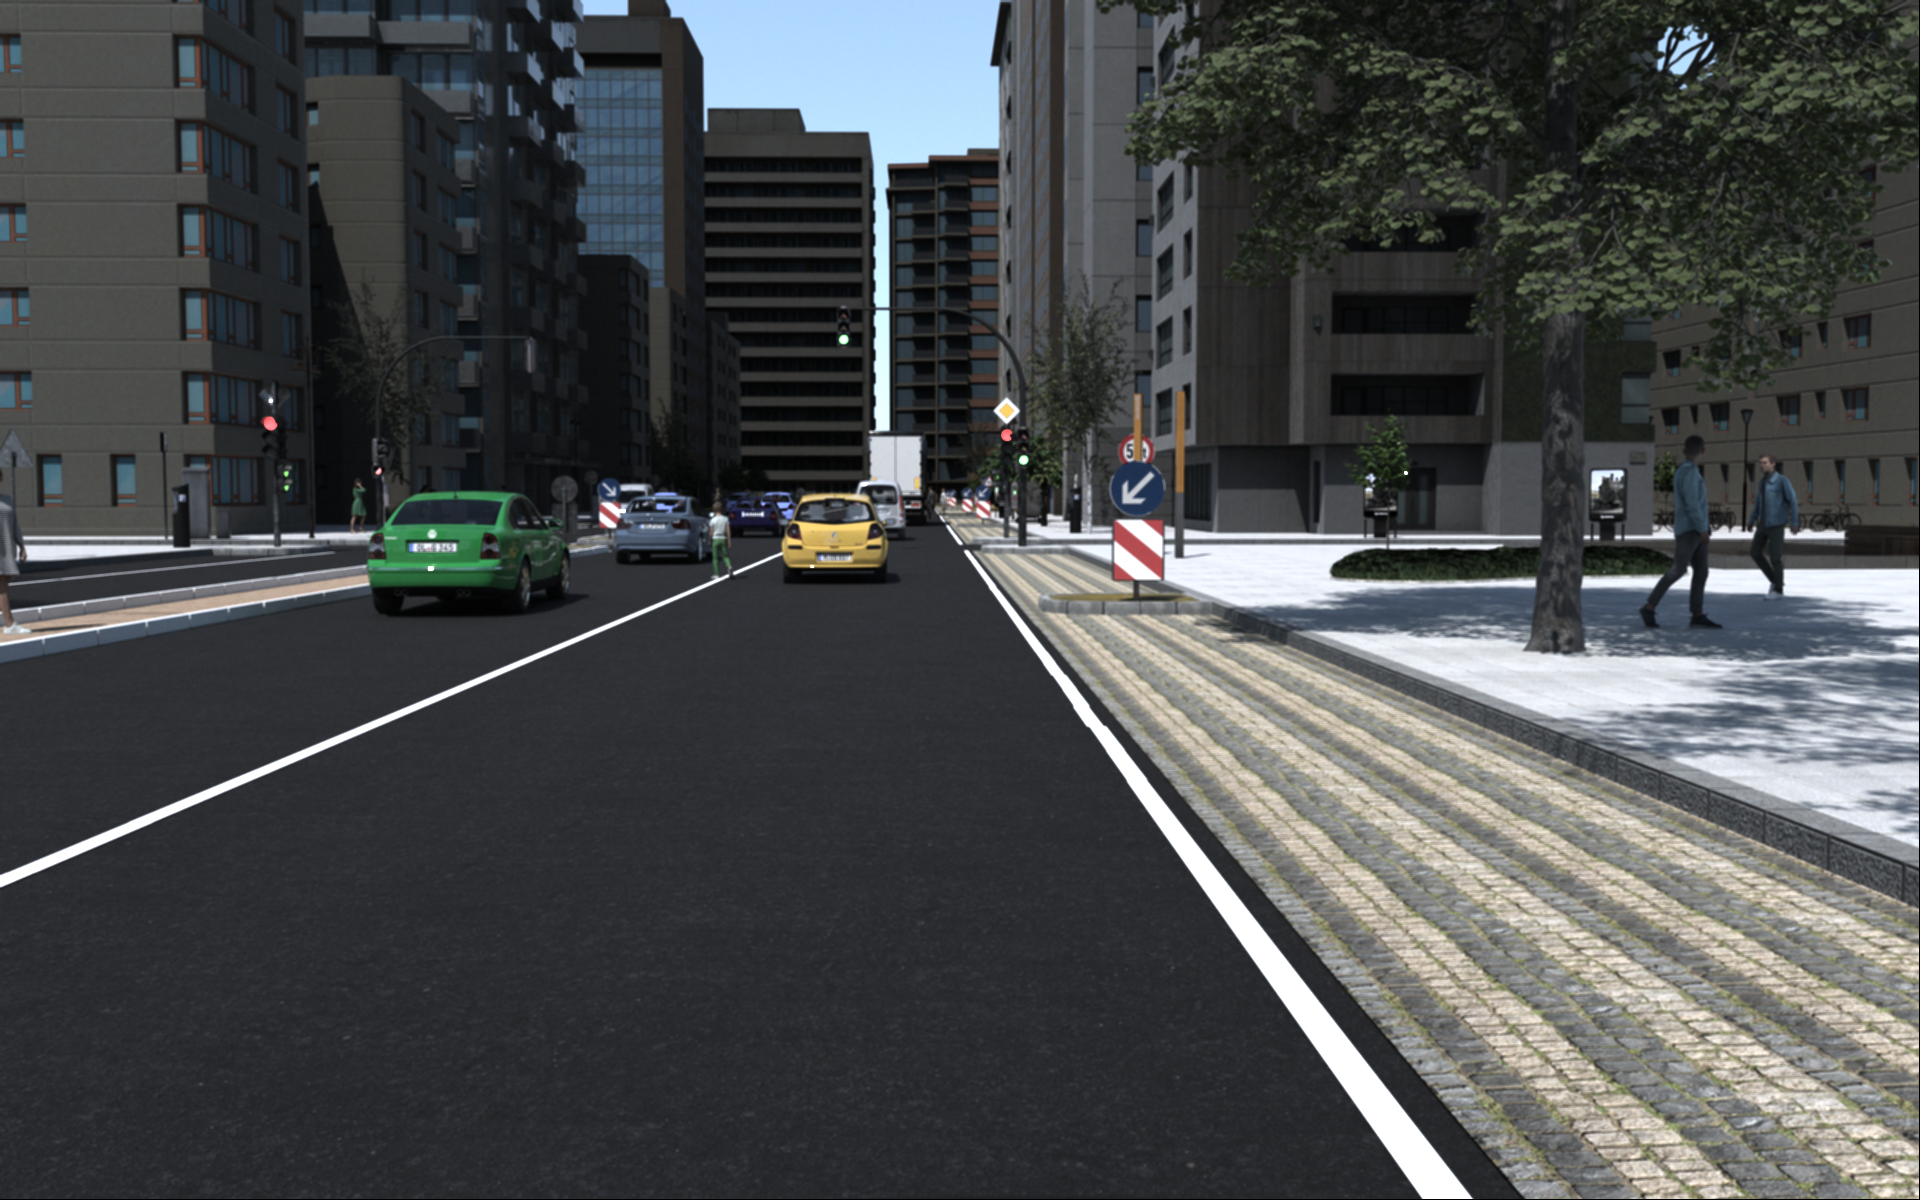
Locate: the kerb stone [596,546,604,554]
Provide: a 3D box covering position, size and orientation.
[{"bbox_3d":[-8.754,-1.182,41.547,0.120,0.150,1.000,0,4,-1],"label":"kerb stone"}]

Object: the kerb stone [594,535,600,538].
[{"bbox_3d":[-11.081,-1.832,52.253,0.120,0.150,1.000,0,4,-1],"label":"kerb stone"}]

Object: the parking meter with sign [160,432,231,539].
[{"bbox_3d":[-21.668,-3.235,49.154,1.738,3.016,0.543,-1,4,-16],"label":"parking meter with sign"}]

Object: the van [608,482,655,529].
[{"bbox_3d":[-13.111,-3.804,69.202,2.013,2.044,4.112,0,4,-3],"label":"van"}]

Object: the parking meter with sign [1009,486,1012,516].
[{"bbox_3d":[2.803,-6.385,100.651,0.543,3.016,1.738,0,4,3],"label":"parking meter with sign"}]

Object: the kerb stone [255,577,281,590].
[{"bbox_3d":[-10.529,-0.240,26.116,0.120,0.150,1.000,0,4,-1],"label":"kerb stone"}]

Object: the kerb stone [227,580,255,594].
[{"bbox_3d":[-10.505,-0.177,25.094,0.120,0.150,1.000,0,4,-1],"label":"kerb stone"}]

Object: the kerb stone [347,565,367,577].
[{"bbox_3d":[-10.620,-0.488,30.211,0.120,0.150,1.000,0,4,-1],"label":"kerb stone"}]

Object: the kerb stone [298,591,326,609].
[{"bbox_3d":[-8.344,0.007,22.078,0.120,0.150,1.000,0,4,-1],"label":"kerb stone"}]

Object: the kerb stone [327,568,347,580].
[{"bbox_3d":[-10.598,-0.428,29.190,0.120,0.150,1.000,0,4,-1],"label":"kerb stone"}]

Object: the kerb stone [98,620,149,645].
[{"bbox_3d":[-8.237,0.323,16.922,0.120,0.150,1.000,0,4,-1],"label":"kerb stone"}]

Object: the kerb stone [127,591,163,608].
[{"bbox_3d":[-10.445,0.011,22.019,0.120,0.150,1.000,0,4,-1],"label":"kerb stone"}]

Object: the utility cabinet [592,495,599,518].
[{"bbox_3d":[-19.383,-4.965,92.339,0.306,1.237,1.020,0,4,-5],"label":"utility cabinet"}]

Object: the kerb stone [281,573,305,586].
[{"bbox_3d":[-10.553,-0.296,27.144,0.120,0.150,1.000,0,4,-1],"label":"kerb stone"}]

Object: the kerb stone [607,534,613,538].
[{"bbox_3d":[-11.121,-1.963,54.300,0.120,0.150,1.000,0,4,-1],"label":"kerb stone"}]

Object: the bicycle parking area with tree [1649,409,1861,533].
[{"bbox_3d":[26.127,-4.544,61.294,9.016,4.147,8.231,0,4,-2],"label":"bicycle parking area with tree"}]

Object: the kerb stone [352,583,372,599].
[{"bbox_3d":[-8.396,-0.118,24.130,0.120,0.150,1.000,0,4,-1],"label":"kerb stone"}]

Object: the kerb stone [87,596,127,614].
[{"bbox_3d":[-10.421,0.074,20.988,0.120,0.150,1.000,0,4,-1],"label":"kerb stone"}]

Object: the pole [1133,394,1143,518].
[{"bbox_3d":[3.628,-2.536,35.308,0.158,3.312,0.155,0,3,0],"label":"pole"}]

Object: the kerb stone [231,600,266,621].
[{"bbox_3d":[-8.306,0.133,20.021,0.120,0.150,1.000,0,4,-1],"label":"kerb stone"}]

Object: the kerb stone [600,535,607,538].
[{"bbox_3d":[-11.101,-1.901,53.275,0.120,0.150,1.000,0,4,-1],"label":"kerb stone"}]

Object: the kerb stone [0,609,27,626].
[{"bbox_3d":[-10.385,0.200,18.931,0.120,0.150,1.000,0,4,-1],"label":"kerb stone"}]

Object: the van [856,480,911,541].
[{"bbox_3d":[-2.546,-2.916,54.687,2.013,2.044,4.112,0,4,-2],"label":"van"}]

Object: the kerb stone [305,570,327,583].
[{"bbox_3d":[-10.574,-0.365,28.168,0.120,0.150,1.000,0,4,-1],"label":"kerb stone"}]

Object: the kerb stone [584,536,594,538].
[{"bbox_3d":[-11.060,-1.774,51.224,0.120,0.150,1.000,0,4,-1],"label":"kerb stone"}]

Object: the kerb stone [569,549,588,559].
[{"bbox_3d":[-8.709,-1.058,39.493,0.120,0.150,1.000,0,4,-1],"label":"kerb stone"}]

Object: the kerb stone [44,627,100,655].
[{"bbox_3d":[-8.215,0.385,15.900,0.120,0.150,1.000,0,4,-1],"label":"kerb stone"}]

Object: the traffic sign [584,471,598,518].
[{"bbox_3d":[-19.927,-5.716,93.567,0.768,2.556,0.104,0,4,6],"label":"traffic sign"}]

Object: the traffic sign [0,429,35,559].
[{"bbox_3d":[-18.789,-2.102,34.373,0.884,2.594,0.081,0,4,5],"label":"traffic sign"}]

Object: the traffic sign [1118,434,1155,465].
[{"bbox_3d":[3.710,-2.223,36.445,0.768,2.556,0.104,1,4,8],"label":"traffic sign"}]

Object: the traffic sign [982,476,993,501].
[{"bbox_3d":[1.937,-7.519,123.044,0.768,2.556,0.104,0,4,6],"label":"traffic sign"}]

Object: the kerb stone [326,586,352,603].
[{"bbox_3d":[-8.368,-0.056,23.108,0.120,0.150,1.000,0,4,-1],"label":"kerb stone"}]

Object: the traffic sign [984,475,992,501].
[{"bbox_3d":[2.033,-7.359,120.318,0.884,2.594,0.081,0,4,7],"label":"traffic sign"}]

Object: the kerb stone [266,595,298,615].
[{"bbox_3d":[-8.318,0.070,21.053,0.120,0.150,1.000,0,4,-1],"label":"kerb stone"}]

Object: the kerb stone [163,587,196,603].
[{"bbox_3d":[-10.468,-0.052,23.041,0.120,0.150,1.000,0,4,-1],"label":"kerb stone"}]

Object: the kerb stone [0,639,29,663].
[{"bbox_3d":[-8.187,0.449,14.870,0.120,0.150,1.000,0,4,-1],"label":"kerb stone"}]

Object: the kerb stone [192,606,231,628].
[{"bbox_3d":[-8.286,0.196,18.990,0.120,0.150,1.000,0,4,-1],"label":"kerb stone"}]

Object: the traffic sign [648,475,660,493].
[{"bbox_3d":[-20.091,-6.958,113.862,0.768,2.556,0.104,0,4,-1],"label":"traffic sign"}]

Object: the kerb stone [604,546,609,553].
[{"bbox_3d":[-8.779,-1.241,42.574,0.120,0.150,1.000,0,4,-1],"label":"kerb stone"}]

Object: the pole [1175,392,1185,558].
[{"bbox_3d":[4.389,-2.492,34.587,0.158,3.312,0.155,0,3,0],"label":"pole"}]

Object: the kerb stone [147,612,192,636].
[{"bbox_3d":[-8.261,0.259,17.956,0.120,0.150,1.000,0,4,-1],"label":"kerb stone"}]

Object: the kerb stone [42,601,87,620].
[{"bbox_3d":[-10.403,0.138,19.966,0.120,0.150,1.000,0,4,-1],"label":"kerb stone"}]

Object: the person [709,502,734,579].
[{"bbox_3d":[-4.016,-1.001,29.109,0.306,1.304,0.590,-3,4,-38],"label":"person"}]

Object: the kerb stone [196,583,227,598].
[{"bbox_3d":[-10.482,-0.115,24.069,0.120,0.150,1.000,0,4,-1],"label":"kerb stone"}]

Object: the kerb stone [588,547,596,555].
[{"bbox_3d":[-8.734,-1.116,40.514,0.120,0.150,1.000,0,4,-1],"label":"kerb stone"}]
